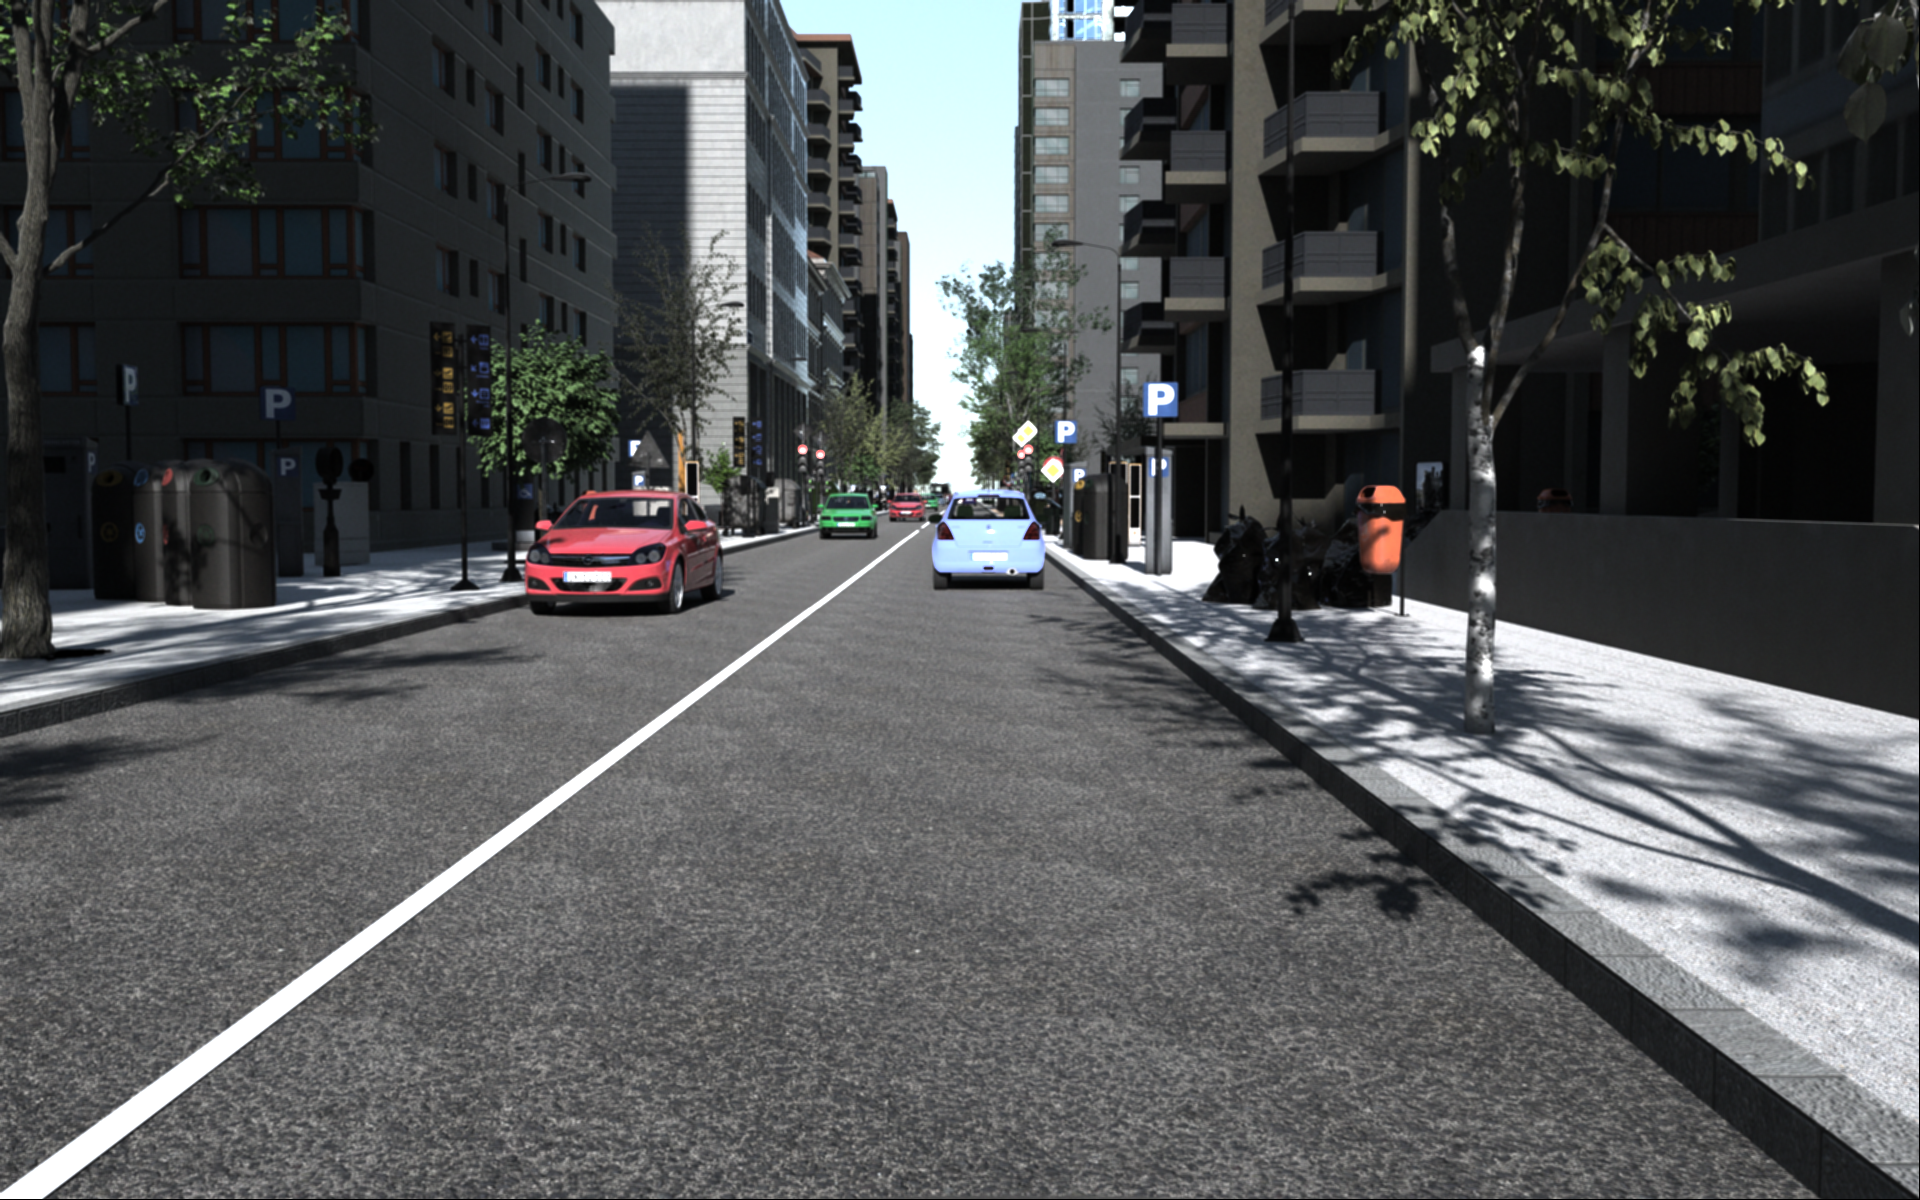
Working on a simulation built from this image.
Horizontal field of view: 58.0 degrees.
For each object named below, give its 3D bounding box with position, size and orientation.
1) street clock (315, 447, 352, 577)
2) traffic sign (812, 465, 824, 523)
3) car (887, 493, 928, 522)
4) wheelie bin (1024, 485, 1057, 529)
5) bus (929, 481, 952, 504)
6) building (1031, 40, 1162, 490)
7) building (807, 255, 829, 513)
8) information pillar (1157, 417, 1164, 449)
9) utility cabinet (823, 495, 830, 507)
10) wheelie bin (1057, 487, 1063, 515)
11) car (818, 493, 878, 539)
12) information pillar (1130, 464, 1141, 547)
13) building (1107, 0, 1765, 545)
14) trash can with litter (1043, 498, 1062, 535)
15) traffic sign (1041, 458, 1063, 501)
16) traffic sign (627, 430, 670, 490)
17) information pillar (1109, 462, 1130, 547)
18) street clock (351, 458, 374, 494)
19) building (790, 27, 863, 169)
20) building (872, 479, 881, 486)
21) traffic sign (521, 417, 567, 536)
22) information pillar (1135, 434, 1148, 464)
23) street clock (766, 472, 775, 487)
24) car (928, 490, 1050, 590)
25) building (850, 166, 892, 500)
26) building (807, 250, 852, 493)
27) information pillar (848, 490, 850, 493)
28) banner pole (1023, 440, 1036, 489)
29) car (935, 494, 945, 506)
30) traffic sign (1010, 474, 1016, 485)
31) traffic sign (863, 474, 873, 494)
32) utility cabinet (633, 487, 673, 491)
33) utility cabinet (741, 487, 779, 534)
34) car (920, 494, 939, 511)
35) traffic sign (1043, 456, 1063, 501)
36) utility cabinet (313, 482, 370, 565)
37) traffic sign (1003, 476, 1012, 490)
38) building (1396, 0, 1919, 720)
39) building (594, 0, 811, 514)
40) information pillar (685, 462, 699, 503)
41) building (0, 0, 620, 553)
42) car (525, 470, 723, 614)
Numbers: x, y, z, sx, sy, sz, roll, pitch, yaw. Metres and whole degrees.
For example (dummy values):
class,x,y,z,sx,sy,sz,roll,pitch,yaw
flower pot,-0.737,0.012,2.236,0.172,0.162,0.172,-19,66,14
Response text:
class,x,y,z,sx,sy,sz,roll,pitch,yaw
street clock,-9.777,-1.366,26.903,0.358,2.002,0.471,0,4,6
traffic sign,-6.331,-4.681,76.537,0.884,2.594,0.081,0,4,3
car,-2.748,-5.023,91.174,2.155,1.783,4.494,0,4,1
wheelie bin,2.904,-3.397,63.454,0.693,1.594,0.980,-2,4,-27
bus,-2.664,-15.357,245.949,2.948,3.499,13.247,0,4,2
building,13.553,-29.149,160.176,14.154,41.232,14.086,0,4,0
building,-14.806,-15.425,116.824,10.561,19.102,19.286,0,4,0
information pillar,4.597,-2.962,39.780,0.183,3.616,0.504,1,4,18
utility cabinet,-5.957,-4.086,77.971,0.306,1.237,1.020,0,4,5
wheelie bin,3.926,-4.096,74.874,0.980,1.594,0.693,0,4,-7
car,-3.626,-2.915,56.452,1.959,1.807,4.718,0,4,-1
information pillar,4.244,-2.310,42.254,0.304,2.012,0.304,0,4,-4
building,16.026,-24.052,47.869,22.147,44.769,28.867,0,4,0
trash can with litter,3.134,-2.611,54.081,1.055,1.170,0.624,1,4,20
traffic sign,2.997,-3.344,55.861,0.795,2.450,0.064,0,4,3
traffic sign,-6.351,-2.157,35.267,0.884,2.594,0.081,0,4,2
information pillar,3.641,-2.166,39.907,0.304,2.012,0.304,-2,4,-33
street clock,-12.180,-1.878,35.271,0.471,2.002,0.358,-2,4,-30
building,-20.591,-31.121,163.446,22.147,44.769,28.867,0,4,0
building,-25.149,-30.514,190.792,32.217,40.220,23.993,0,4,0
traffic sign,-6.915,-1.756,28.815,0.768,2.556,0.104,0,4,2
information pillar,7.042,-4.637,67.173,0.504,3.616,0.183,0,4,-7
street clock,-6.183,-3.174,56.470,0.358,2.002,0.471,0,4,3
car,0.454,-1.079,27.239,1.945,1.707,3.694,0,4,1
building,-16.021,-32.179,209.728,14.154,41.232,14.086,0,4,0
building,-15.018,-18.394,136.900,11.583,22.565,21.152,0,4,0
information pillar,-8.257,-8.516,130.590,0.183,3.616,0.504,3,5,43
banner pole,3.249,-5.530,80.427,0.863,3.779,0.401,-1,4,-19
car,-2.714,-12.030,208.695,2.014,1.417,4.499,0,4,-1
traffic sign,3.132,-5.794,94.840,0.768,2.556,0.104,1,4,9
traffic sign,-6.022,-6.827,111.626,0.884,2.594,0.081,0,4,7
utility cabinet,-9.158,-2.633,51.735,1.173,1.500,0.318,1,4,19
utility cabinet,-6.409,-2.870,55.603,1.173,1.500,0.318,-1,4,-21
car,-2.712,-8.279,144.160,1.959,1.807,4.718,0,4,0
traffic sign,3.156,-3.547,58.095,0.768,2.556,0.104,1,4,9
utility cabinet,-11.129,-1.375,31.158,0.318,1.500,1.173,1,4,17
traffic sign,3.153,-6.839,111.917,0.768,2.556,0.104,1,4,10
building,21.582,-19.678,13.619,32.217,40.220,23.993,0,4,0
building,-14.770,-19.181,91.109,11.434,29.767,29.804,0,4,0
information pillar,-6.060,-2.126,39.254,0.304,2.012,0.304,0,4,-7
building,-27.283,-12.584,50.785,28.899,21.520,27.650,0,4,0
car,-4.195,-0.794,22.022,2.155,1.783,4.494,0,4,2
